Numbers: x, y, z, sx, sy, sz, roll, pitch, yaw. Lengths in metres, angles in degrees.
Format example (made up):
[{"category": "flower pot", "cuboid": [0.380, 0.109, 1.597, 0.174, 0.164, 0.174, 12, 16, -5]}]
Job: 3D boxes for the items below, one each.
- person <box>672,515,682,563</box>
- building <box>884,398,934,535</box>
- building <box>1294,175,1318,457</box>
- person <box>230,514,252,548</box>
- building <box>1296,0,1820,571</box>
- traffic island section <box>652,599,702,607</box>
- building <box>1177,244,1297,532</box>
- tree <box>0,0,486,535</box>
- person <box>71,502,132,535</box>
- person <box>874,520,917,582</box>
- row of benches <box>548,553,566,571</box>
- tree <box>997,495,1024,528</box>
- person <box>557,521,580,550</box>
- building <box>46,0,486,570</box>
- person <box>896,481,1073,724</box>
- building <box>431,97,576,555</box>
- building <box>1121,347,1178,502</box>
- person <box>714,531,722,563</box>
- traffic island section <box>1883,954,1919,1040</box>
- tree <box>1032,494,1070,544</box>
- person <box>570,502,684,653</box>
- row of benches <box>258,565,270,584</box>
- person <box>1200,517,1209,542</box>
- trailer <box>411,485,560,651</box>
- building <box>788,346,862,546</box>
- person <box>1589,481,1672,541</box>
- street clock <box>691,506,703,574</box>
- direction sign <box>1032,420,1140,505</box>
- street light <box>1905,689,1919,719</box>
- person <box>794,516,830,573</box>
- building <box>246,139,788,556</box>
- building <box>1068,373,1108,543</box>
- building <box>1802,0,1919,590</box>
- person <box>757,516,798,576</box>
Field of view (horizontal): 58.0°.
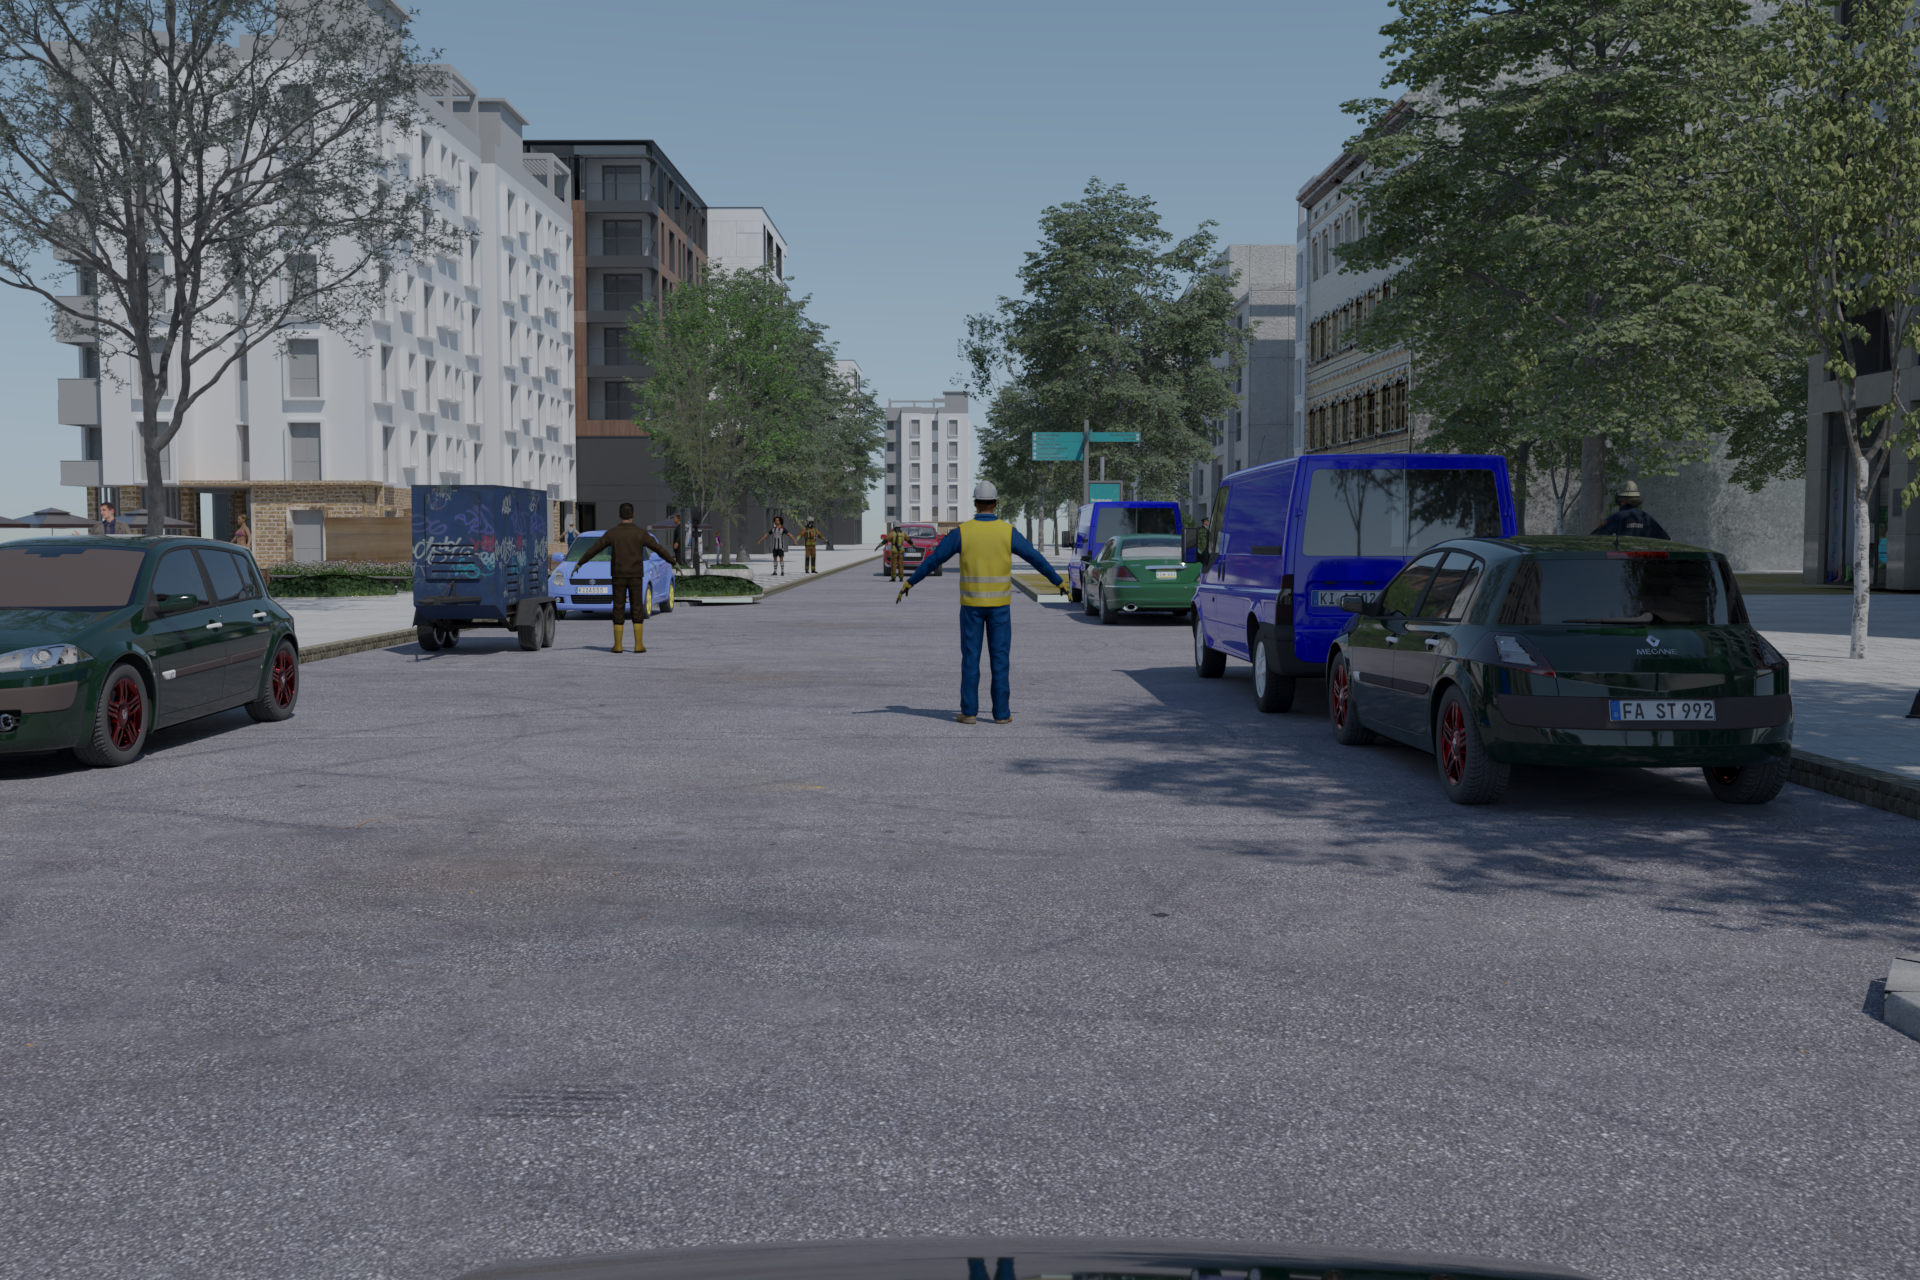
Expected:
[{"category": "person", "cuboid": [-7.686, -2.501, 47.120, 0.704, 1.802, 1.346, -1, 4, -12]}, {"category": "building", "cuboid": [-9.798, -22.888, 233.091, 11.380, 20.090, 16.016, 0, 4, 1]}, {"category": "building", "cuboid": [23.209, -14.450, 92.672, 16.016, 20.090, 11.380, 0, 4, -1]}, {"category": "person", "cuboid": [-16.547, -2.016, 39.770, 0.721, 1.733, 1.217, -3, 5, -44]}, {"category": "building", "cuboid": [24.888, -14.562, 69.025, 19.493, 23.208, 18.063, 0, 4, -1]}, {"category": "traffic island section", "cuboid": [-6.236, -0.729, 34.785, 1.991, 0.108, 1.994, 0, 4, -1]}, {"category": "building", "cuboid": [24.784, -15.170, 114.492, 16.747, 18.905, 31.486, 0, 4, 0]}, {"category": "tree", "cuboid": [-12.275, -7.093, 26.343, 12.009, 13.543, 11.850, 0, 3, 0]}, {"category": "person", "cuboid": [-12.696, -1.170, 25.699, 0.617, 1.759, 0.750, 1, 4, 9]}, {"category": "person", "cuboid": [-1.898, -2.677, 51.997, 1.354, 1.858, 0.705, -1, 4, -21]}, {"category": "row of benches", "cuboid": [-13.022, -2.427, 55.149, 1.422, 0.672, 4.104, -2, 4, -27]}, {"category": "tree", "cuboid": [6.914, -16.937, 227.275, 4.737, 8.622, 4.395, 0, 3, 0]}, {"category": "person", "cuboid": [-16.807, -4.230, 75.012, 1.347, 1.847, 0.705, 0, 4, 6]}, {"category": "building", "cuboid": [-25.057, -12.474, 60.373, 16.016, 20.090, 11.380, 0, 3, 0]}, {"category": "person", "cuboid": [0.190, -0.287, 13.126, 1.349, 1.833, 0.705, 0, 4, -2]}, {"category": "building", "cuboid": [-24.709, -13.462, 76.529, 16.016, 20.090, 11.380, 0, 4, -1]}, {"category": "building", "cuboid": [25.052, -18.244, 164.739, 16.747, 18.905, 31.486, 0, 4, -1]}, {"category": "person", "cuboid": [-10.155, -3.909, 73.175, 0.599, 1.433, 0.991, 0, 4, -1]}, {"category": "traffic island section", "cuboid": [3.708, 1.111, 4.702, 1.991, 0.108, 1.994, 0, 4, 0]}, {"category": "tree", "cuboid": [12.894, -18.286, 233.390, 7.601, 10.594, 8.767, 0, 4, 5]}, {"category": "person", "cuboid": [-4.009, -0.751, 20.874, 1.346, 1.812, 0.704, -1, 4, -10]}, {"category": "row of benches", "cuboid": [-16.552, -1.329, 37.197, 4.104, 0.672, 1.422, 2, 4, 27]}, {"category": "person", "cuboid": [8.162, -3.155, 57.513, 0.705, 1.837, 1.347, 1, 4, 17]}, {"category": "trailer", "cuboid": [-5.865, -0.840, 20.783, 1.471, 1.999, 3.904, 0, 4, 0]}, {"category": "building", "cuboid": [-26.343, -21.832, 200.931, 27.936, 21.610, 32.646, 0, 4, 0]}, {"category": "person", "cuboid": [7.081, -0.769, 18.443, 1.351, 1.845, 0.704, 0, 4, -7]}, {"category": "street clock", "cuboid": [-6.850, -2.470, 44.956, 0.358, 2.002, 0.471, 0, 4, 1]}, {"category": "direction sign", "cuboid": [2.964, -3.133, 39.986, 2.525, 3.948, 1.411, 0, 4, -1]}, {"category": "street light", "cuboid": [7.314, -2.409, 11.925, 1.470, 5.913, 1.316, 0, 4, 0]}, {"category": "person", "cuboid": [-4.865, -3.100, 56.448, 1.354, 1.858, 0.705, -3, 4, -36]}, {"category": "building", "cuboid": [-26.265, -16.053, 106.443, 27.936, 21.610, 32.646, 0, 4, 1]}, {"category": "building", "cuboid": [21.980, -22.181, 193.590, 19.493, 23.208, 18.063, 0, 3, 0]}, {"category": "building", "cuboid": [29.749, -13.478, 23.562, 19.350, 26.588, 34.151, 0, 4, 0]}, {"category": "person", "cuboid": [-5.591, -2.879, 53.212, 1.345, 1.843, 0.704, 1, 4, 16]}]
